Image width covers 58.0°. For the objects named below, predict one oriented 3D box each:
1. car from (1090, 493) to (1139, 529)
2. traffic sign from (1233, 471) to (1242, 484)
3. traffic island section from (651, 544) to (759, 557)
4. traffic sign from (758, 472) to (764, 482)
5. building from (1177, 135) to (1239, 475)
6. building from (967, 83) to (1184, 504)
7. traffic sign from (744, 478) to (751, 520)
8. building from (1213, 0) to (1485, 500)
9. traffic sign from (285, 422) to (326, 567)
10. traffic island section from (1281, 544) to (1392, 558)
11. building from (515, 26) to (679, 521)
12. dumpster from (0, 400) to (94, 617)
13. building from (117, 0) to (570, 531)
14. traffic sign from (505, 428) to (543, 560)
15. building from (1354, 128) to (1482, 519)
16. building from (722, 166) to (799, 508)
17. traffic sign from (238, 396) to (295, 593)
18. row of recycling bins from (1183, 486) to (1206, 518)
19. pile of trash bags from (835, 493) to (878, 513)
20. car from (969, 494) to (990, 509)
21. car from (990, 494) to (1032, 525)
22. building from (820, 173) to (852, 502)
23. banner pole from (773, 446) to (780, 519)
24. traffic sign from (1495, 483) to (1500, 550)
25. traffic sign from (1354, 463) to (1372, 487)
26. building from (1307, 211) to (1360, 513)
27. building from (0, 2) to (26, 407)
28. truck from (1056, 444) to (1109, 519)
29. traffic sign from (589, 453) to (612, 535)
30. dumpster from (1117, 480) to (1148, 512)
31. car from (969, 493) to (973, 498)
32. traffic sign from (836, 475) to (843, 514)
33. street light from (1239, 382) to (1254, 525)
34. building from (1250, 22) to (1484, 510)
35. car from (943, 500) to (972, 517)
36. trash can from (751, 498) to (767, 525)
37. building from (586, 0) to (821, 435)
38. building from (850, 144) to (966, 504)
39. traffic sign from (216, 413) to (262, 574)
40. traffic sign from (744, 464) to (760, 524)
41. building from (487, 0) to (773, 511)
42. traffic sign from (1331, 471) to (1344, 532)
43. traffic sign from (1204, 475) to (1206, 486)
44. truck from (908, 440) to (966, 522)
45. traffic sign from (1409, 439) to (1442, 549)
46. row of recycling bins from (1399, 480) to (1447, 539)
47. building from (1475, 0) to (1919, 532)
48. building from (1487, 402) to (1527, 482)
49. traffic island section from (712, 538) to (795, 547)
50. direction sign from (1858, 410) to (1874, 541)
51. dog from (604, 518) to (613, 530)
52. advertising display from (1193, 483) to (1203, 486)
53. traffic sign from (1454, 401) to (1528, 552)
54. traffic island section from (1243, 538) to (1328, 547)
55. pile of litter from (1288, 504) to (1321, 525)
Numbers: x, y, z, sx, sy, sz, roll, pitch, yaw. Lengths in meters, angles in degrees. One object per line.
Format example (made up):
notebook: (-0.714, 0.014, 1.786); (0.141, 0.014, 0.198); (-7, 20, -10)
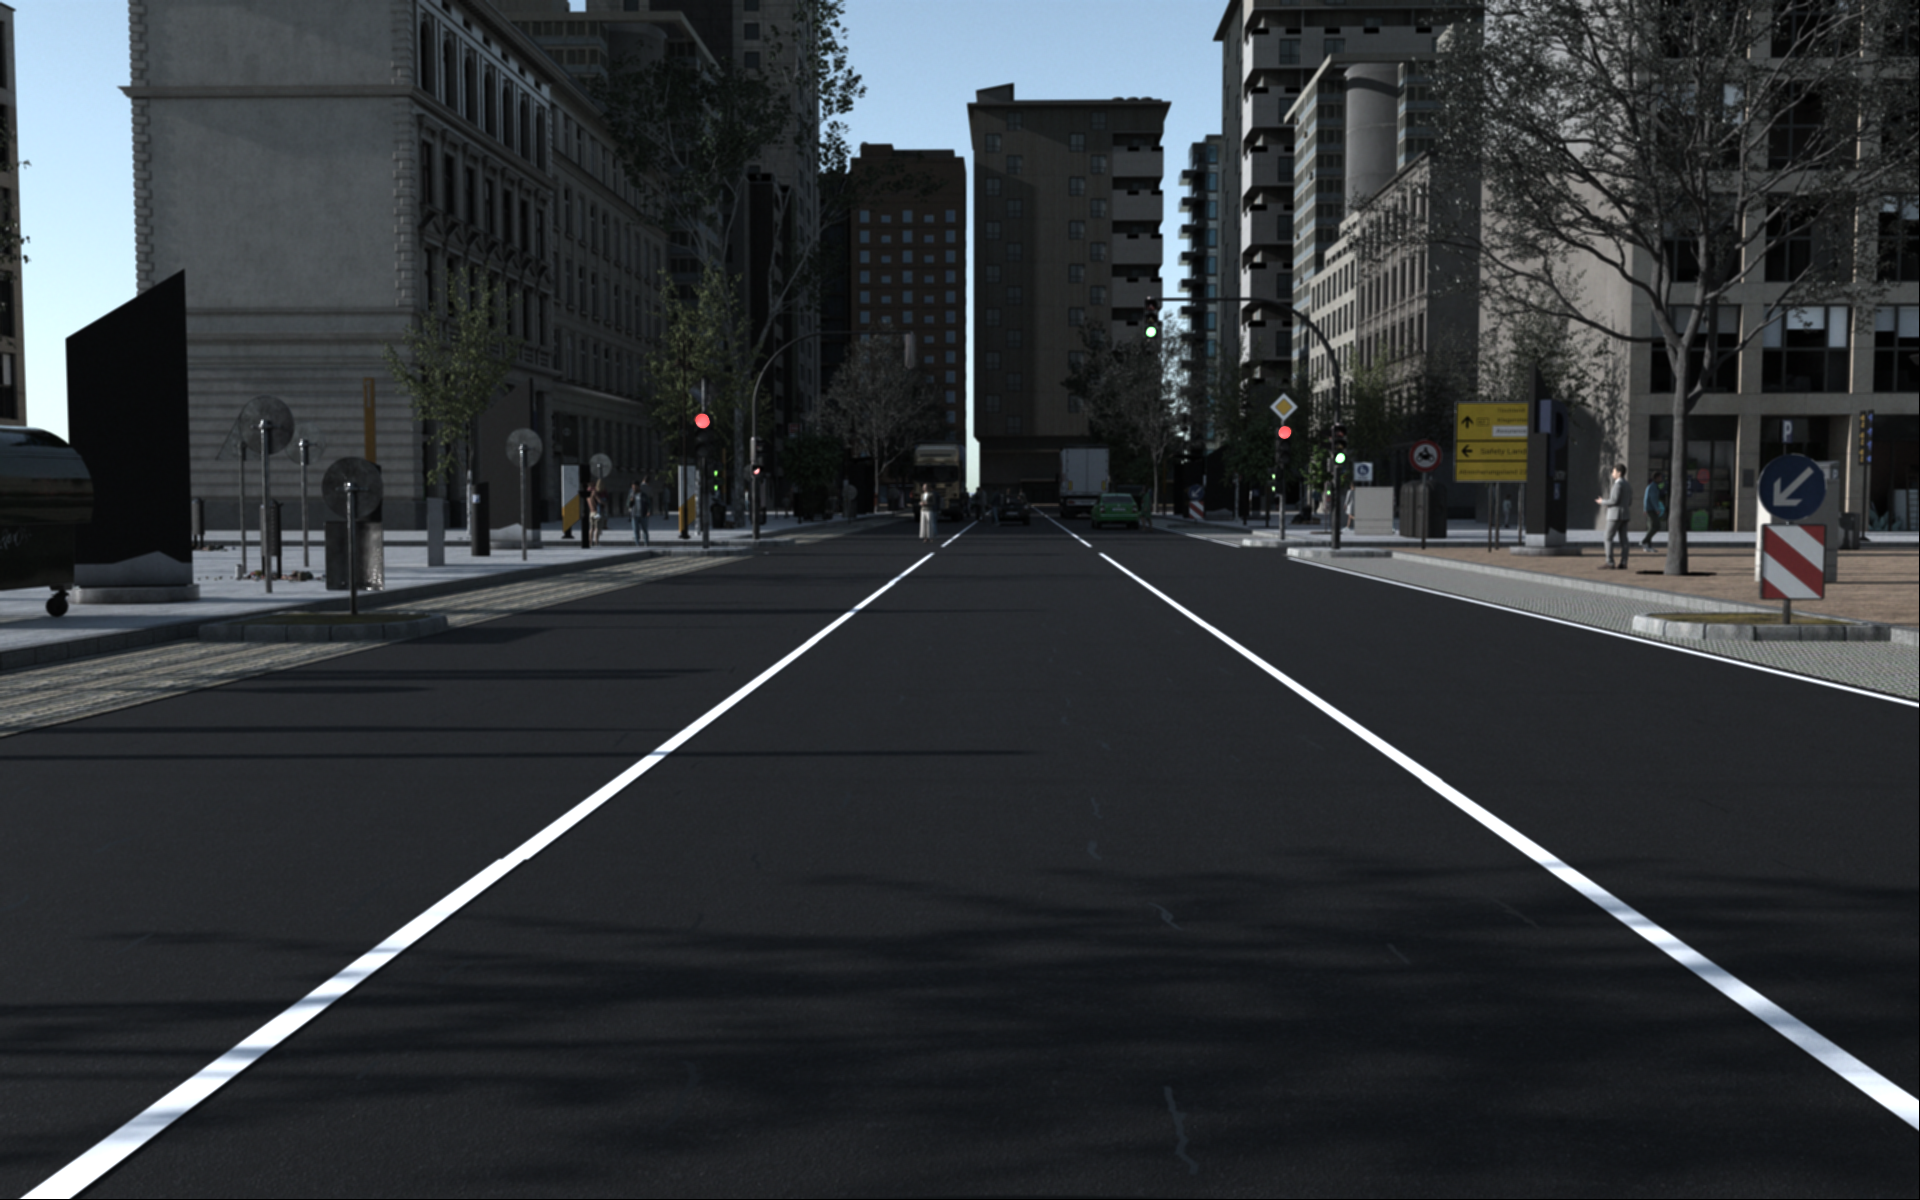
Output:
car: (6.403, -3.854, 71.817); (1.959, 1.807, 4.718); (0, 4, 1)
traffic sign: (14.814, -5.715, 93.542); (0.768, 2.556, 0.104); (0, 4, 3)
traffic island section: (-5.993, -1.127, 40.708); (2.009, 0.180, 2.903); (0, 4, 2)
traffic sign: (-10.103, -5.238, 85.751); (0.768, 2.556, 0.104); (0, 4, 6)
building: (43.987, -37.230, 228.321); (30.456, 49.044, 23.786); (0, 4, 2)
building: (15.077, -39.235, 230.734); (27.495, 52.752, 28.713); (0, 4, 2)
traffic sign: (-10.275, -5.166, 84.567); (0.768, 2.556, 0.104); (1, 4, 11)
building: (40.983, -35.677, 172.556); (28.713, 52.752, 27.495); (0, 4, 2)
traffic sign: (-11.524, -1.856, 30.456); (0.768, 2.556, 0.104); (0, 4, 7)
traffic island section: (8.741, -1.099, 40.246); (2.009, 0.180, 2.903); (0, 4, 2)
building: (-26.061, -15.960, 94.222); (16.112, 22.955, 30.059); (0, 4, 2)
dumpster: (-9.868, -0.903, 17.266); (1.502, 2.255, 1.985); (0, 4, 2)
building: (-23.506, -14.696, 69.161); (11.050, 23.489, 19.941); (0, 4, 2)
traffic sign: (-8.424, -2.038, 33.424); (0.768, 2.556, 0.104); (1, 4, 11)
building: (28.475, -15.117, 96.317); (9.793, 20.994, 18.267); (0, 4, 2)
building: (-22.359, -23.473, 155.483); (14.160, 30.474, 14.107); (0, 4, 2)
traffic sign: (-8.983, -1.366, 22.434); (0.768, 2.556, 0.104); (0, 4, 8)
row of recycling bins: (12.565, -5.070, 90.003); (1.069, 1.692, 3.534); (-1, 4, -13)
pile of trash bags: (-7.223, -6.516, 116.287); (3.447, 1.369, 1.912); (0, 4, -7)
car: (1.829, -9.447, 166.263); (2.131, 1.459, 4.920); (0, 4, 3)
car: (2.355, -4.322, 80.454); (2.009, 1.686, 4.222); (0, 3, 0)
building: (-27.808, -35.129, 228.976); (28.867, 44.769, 22.147); (0, 4, 2)
banner pole: (-9.516, -6.116, 90.020); (0.401, 3.779, 0.863); (-1, 4, -14)
traffic sign: (12.317, -2.419, 39.652); (0.768, 2.556, 0.104); (1, 4, 12)
traffic sign: (13.044, -3.302, 56.117); (0.606, 2.300, 0.079); (0, 4, 6)
building: (29.689, -15.874, 114.289); (10.420, 20.320, 16.860); (0, 4, 2)
building: (-60.213, -16.242, 70.074); (34.151, 26.468, 19.350); (0, 4, 2)
truck: (7.283, -7.000, 103.366); (2.839, 4.237, 11.283); (0, 4, 1)
traffic sign: (-11.253, -3.305, 54.150); (0.768, 2.556, 0.104); (1, 4, 10)
dumpster: (10.526, -6.158, 105.631); (1.985, 2.255, 1.502); (0, 4, 2)
car: (1.330, -11.551, 198.452); (1.945, 1.707, 3.694); (0, 4, 1)
traffic sign: (-7.709, -6.673, 109.113); (0.884, 2.594, 0.081); (0, 4, 5)
street light: (11.801, -6.041, 71.560); (0.468, 5.910, 1.993); (0, 4, 2)
building: (41.593, -27.849, 147.212); (32.217, 40.220, 23.993); (0, 4, 2)
car: (-0.198, -6.107, 111.847); (2.014, 1.417, 4.499); (0, 4, 1)
trash can: (-8.366, -3.695, 72.063); (0.748, 1.137, 0.748); (0, 3, 0)
building: (-25.593, -45.239, 177.907); (20.611, 71.187, 20.563); (0, 4, 2)
building: (-6.402, -35.133, 224.539); (14.200, 45.320, 14.600); (0, 4, 2)
traffic sign: (-11.498, -1.697, 27.757); (0.884, 2.594, 0.081); (0, 4, 4)
traffic sign: (-8.803, -4.465, 73.112); (0.768, 2.556, 0.104); (1, 4, 11)
building: (-31.830, -27.172, 136.142); (32.217, 40.220, 23.993); (0, 4, 2)
traffic sign: (12.341, -3.498, 57.292); (0.768, 2.556, 0.104); (1, 4, 8)
traffic sign: (13.333, -5.545, 92.790); (0.606, 2.300, 0.079); (0, 4, 5)
truck: (-1.061, -6.337, 92.528); (2.839, 4.237, 11.283); (0, 4, 2)
traffic sign: (10.806, -2.459, 40.304); (0.768, 2.556, 0.104); (0, 4, 2)
row of recycling bins: (13.704, -2.712, 51.454); (1.069, 1.692, 3.534); (0, 4, 5)
building: (39.869, -16.052, 66.967); (34.151, 26.468, 19.350); (0, 4, 2)
building: (64.175, -30.354, 179.889); (14.086, 41.232, 14.154); (0, 4, 2)
traffic island section: (-5.744, -1.615, 48.690); (2.009, 0.180, 2.903); (0, 4, 2)
direction sign: (24.524, -3.360, 46.937); (0.379, 3.537, 0.876); (0, 4, 7)
dog: (-12.939, -2.743, 62.584); (0.550, 0.427, 0.748); (-3, 5, -41)
advertising display: (13.702, -5.700, 98.407); (0.974, 1.923, 0.123); (-1, 4, -18)
traffic sign: (11.965, -2.695, 37.929); (2.265, 3.308, 0.079); (0, 4, 5)
traffic island section: (8.990, -1.587, 48.227); (2.009, 0.180, 2.903); (0, 4, 2)
pile of litter: (14.731, -3.617, 73.095); (1.719, 0.858, 1.176); (1, 4, 15)
